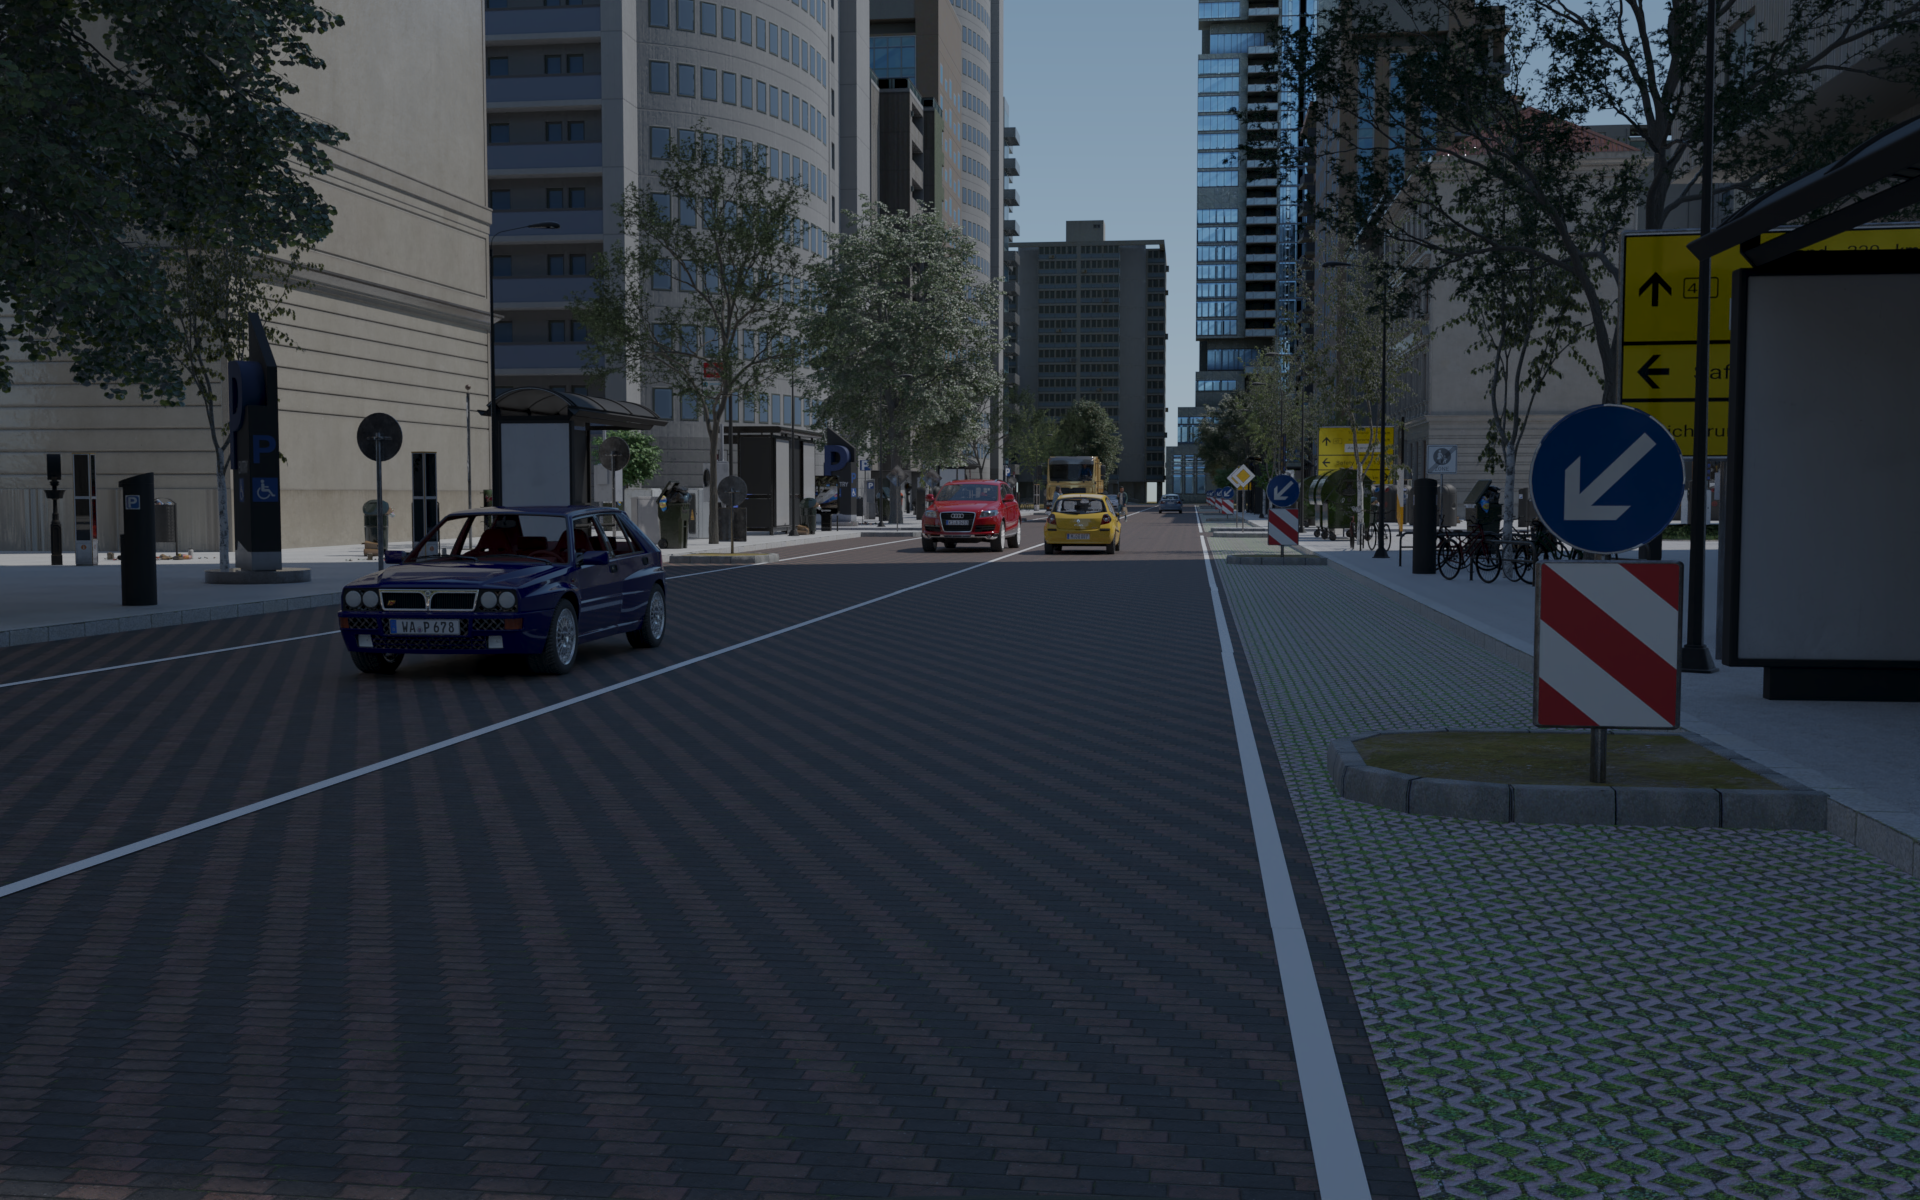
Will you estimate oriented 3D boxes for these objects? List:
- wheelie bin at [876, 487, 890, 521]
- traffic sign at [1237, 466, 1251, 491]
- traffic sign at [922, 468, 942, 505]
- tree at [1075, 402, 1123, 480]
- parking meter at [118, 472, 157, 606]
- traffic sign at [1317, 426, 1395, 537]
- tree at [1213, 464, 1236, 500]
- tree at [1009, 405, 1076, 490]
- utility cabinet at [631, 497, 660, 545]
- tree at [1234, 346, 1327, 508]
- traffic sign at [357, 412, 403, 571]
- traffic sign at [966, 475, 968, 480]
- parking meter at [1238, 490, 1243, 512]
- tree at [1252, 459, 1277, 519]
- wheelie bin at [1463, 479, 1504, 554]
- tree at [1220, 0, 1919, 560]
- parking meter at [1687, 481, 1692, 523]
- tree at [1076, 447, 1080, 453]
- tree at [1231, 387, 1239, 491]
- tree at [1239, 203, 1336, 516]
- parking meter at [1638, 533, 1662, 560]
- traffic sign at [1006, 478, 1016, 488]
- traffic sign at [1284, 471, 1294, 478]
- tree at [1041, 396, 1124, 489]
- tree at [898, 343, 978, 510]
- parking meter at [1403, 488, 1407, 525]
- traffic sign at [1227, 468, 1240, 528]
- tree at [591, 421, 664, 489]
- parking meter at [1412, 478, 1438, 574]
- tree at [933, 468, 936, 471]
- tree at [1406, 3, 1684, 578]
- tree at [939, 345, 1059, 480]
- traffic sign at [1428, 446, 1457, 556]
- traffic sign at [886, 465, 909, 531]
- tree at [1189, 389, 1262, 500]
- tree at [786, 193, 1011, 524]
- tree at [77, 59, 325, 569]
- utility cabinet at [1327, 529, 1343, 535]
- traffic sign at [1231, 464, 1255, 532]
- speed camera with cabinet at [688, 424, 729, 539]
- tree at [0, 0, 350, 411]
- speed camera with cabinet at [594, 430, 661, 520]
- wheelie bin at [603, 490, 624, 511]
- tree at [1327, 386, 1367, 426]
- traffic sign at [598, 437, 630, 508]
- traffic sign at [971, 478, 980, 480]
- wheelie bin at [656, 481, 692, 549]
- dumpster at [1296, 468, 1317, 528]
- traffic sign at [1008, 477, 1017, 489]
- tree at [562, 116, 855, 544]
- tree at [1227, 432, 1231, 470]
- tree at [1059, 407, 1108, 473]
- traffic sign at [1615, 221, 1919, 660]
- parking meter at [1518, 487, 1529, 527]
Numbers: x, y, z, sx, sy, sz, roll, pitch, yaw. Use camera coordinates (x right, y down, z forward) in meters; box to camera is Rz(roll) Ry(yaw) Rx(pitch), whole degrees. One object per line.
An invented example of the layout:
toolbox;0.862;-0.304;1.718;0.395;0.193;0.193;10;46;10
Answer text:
wheelie bin;-3.578;-4.559;82.454;0.693;1.594;0.980;2;4;31
traffic sign;20.895;-7.921;123.378;2.265;3.308;0.079;1;4;16
traffic sign;-1.082;-3.891;67.256;0.795;2.450;0.064;0;4;8
tree;16.506;-18.066;213.507;7.486;12.596;7.792;0;3;0
parking meter;-9.475;-0.706;19.960;0.372;1.533;0.369;0;3;0
traffic sign;11.825;-3.542;51.786;2.265;3.308;0.079;1;4;11
tree;29.099;-12.523;188.465;4.285;4.588;4.351;0;3;0
tree;5.995;-11.683;141.386;4.737;8.622;4.395;0;3;0
utility cabinet;-7.837;-1.999;43.853;0.306;1.237;1.020;3;5;43
tree;15.458;-8.275;85.654;4.737;8.622;4.395;0;3;0
traffic sign;-9.067;-1.648;27.051;0.768;2.556;0.104;1;4;9
traffic sign;0.048;-6.022;98.568;0.768;2.556;0.104;1;4;15
parking meter;19.614;-6.890;121.067;0.372;1.533;0.369;0;3;0
tree;16.299;-5.875;90.659;1.663;3.219;1.824;0;3;0
wheelie bin;11.251;-1.793;37.221;0.693;1.594;0.980;0;4;-8
tree;7.077;-5.161;18.793;8.767;10.594;7.601;0;4;-6
parking meter;27.872;-3.678;65.841;0.399;1.863;0.255;0;4;8
tree;8.942;-12.921;161.620;4.737;8.622;4.395;0;3;0
tree;15.169;-7.989;80.990;4.360;8.622;3.978;0;3;0
tree;9.959;-5.686;43.322;4.360;8.622;3.978;0;3;0
parking meter;13.143;-1.664;32.914;0.399;1.863;0.255;-1;4;-15
traffic sign;3.536;-7.302;120.570;0.795;2.450;0.064;1;4;10
traffic sign;13.995;-4.409;74.212;0.606;2.300;0.079;1;4;12
tree;14.464;-17.428;201.955;9.611;12.733;9.660;0;3;0
tree;-1.379;-8.100;82.801;4.737;8.622;4.395;0;3;0
parking meter;18.578;-3.933;72.708;0.372;1.533;0.369;0;3;0
traffic sign;10.505;-3.795;65.685;0.795;2.450;0.064;0;4;8
tree;-14.518;-5.584;75.012;4.285;4.588;4.351;0;3;0
parking meter;7.477;-1.189;27.854;0.372;1.533;0.369;0;3;0
tree;-1.595;-7.291;113.816;1.663;3.219;1.824;0;3;0
tree;8.611;-4.646;26.324;4.360;8.622;3.978;0;3;0
tree;1.432;-10.463;105.490;8.767;10.594;7.601;0;4;2
traffic sign;10.018;-2.074;36.046;0.606;2.300;0.079;1;4;15
traffic sign;-2.145;-3.407;59.342;0.795;2.450;0.064;0;4;8
tree;32.820;-18.623;211.146;9.857;13.997;8.962;0;3;0
tree;-2.675;-10.278;74.703;9.857;13.997;8.962;0;3;0
tree;-12.674;-4.824;29.229;4.360;8.622;3.978;0;3;0
utility cabinet;11.705;-2.778;54.105;0.318;1.500;1.173;2;4;25
traffic sign;9.442;-3.311;57.770;0.795;2.450;0.064;0;4;8
speed camera with cabinet;-7.201;-3.368;49.406;0.660;3.252;2.038;-2;4;-28
tree;-10.492;-6.778;17.470;9.857;13.997;8.962;0;3;0
speed camera with cabinet;-10.043;-3.550;52.372;2.038;3.252;0.660;1;4;21
wheelie bin;-12.092;-3.185;59.986;0.980;1.594;0.693;1;4;18
tree;24.370;-9.948;113.013;4.737;8.622;4.395;0;3;0
traffic sign;-7.667;-2.339;38.350;0.768;2.556;0.104;1;4;16
traffic sign;1.037;-6.812;113.500;0.606;2.300;0.079;0;4;8
wheelie bin;-6.706;-2.005;40.696;0.693;1.594;0.980;1;4;11
dumpster;13.715;-3.921;66.609;1.502;2.255;1.985;0;4;8
traffic sign;3.773;-7.716;126.257;0.768;2.556;0.104;1;4;13
tree;-6.479;-6.691;43.806;8.767;10.594;7.601;2;4;23
tree;18.076;-9.242;101.462;4.360;8.622;3.978;0;3;0
tree;12.447;-15.370;185.711;7.601;10.594;8.767;2;4;30
traffic sign;6.202;-1.185;13.255;2.265;3.308;0.079;1;4;12
parking meter;21.713;-3.569;66.770;0.372;1.533;0.369;0;3;0
